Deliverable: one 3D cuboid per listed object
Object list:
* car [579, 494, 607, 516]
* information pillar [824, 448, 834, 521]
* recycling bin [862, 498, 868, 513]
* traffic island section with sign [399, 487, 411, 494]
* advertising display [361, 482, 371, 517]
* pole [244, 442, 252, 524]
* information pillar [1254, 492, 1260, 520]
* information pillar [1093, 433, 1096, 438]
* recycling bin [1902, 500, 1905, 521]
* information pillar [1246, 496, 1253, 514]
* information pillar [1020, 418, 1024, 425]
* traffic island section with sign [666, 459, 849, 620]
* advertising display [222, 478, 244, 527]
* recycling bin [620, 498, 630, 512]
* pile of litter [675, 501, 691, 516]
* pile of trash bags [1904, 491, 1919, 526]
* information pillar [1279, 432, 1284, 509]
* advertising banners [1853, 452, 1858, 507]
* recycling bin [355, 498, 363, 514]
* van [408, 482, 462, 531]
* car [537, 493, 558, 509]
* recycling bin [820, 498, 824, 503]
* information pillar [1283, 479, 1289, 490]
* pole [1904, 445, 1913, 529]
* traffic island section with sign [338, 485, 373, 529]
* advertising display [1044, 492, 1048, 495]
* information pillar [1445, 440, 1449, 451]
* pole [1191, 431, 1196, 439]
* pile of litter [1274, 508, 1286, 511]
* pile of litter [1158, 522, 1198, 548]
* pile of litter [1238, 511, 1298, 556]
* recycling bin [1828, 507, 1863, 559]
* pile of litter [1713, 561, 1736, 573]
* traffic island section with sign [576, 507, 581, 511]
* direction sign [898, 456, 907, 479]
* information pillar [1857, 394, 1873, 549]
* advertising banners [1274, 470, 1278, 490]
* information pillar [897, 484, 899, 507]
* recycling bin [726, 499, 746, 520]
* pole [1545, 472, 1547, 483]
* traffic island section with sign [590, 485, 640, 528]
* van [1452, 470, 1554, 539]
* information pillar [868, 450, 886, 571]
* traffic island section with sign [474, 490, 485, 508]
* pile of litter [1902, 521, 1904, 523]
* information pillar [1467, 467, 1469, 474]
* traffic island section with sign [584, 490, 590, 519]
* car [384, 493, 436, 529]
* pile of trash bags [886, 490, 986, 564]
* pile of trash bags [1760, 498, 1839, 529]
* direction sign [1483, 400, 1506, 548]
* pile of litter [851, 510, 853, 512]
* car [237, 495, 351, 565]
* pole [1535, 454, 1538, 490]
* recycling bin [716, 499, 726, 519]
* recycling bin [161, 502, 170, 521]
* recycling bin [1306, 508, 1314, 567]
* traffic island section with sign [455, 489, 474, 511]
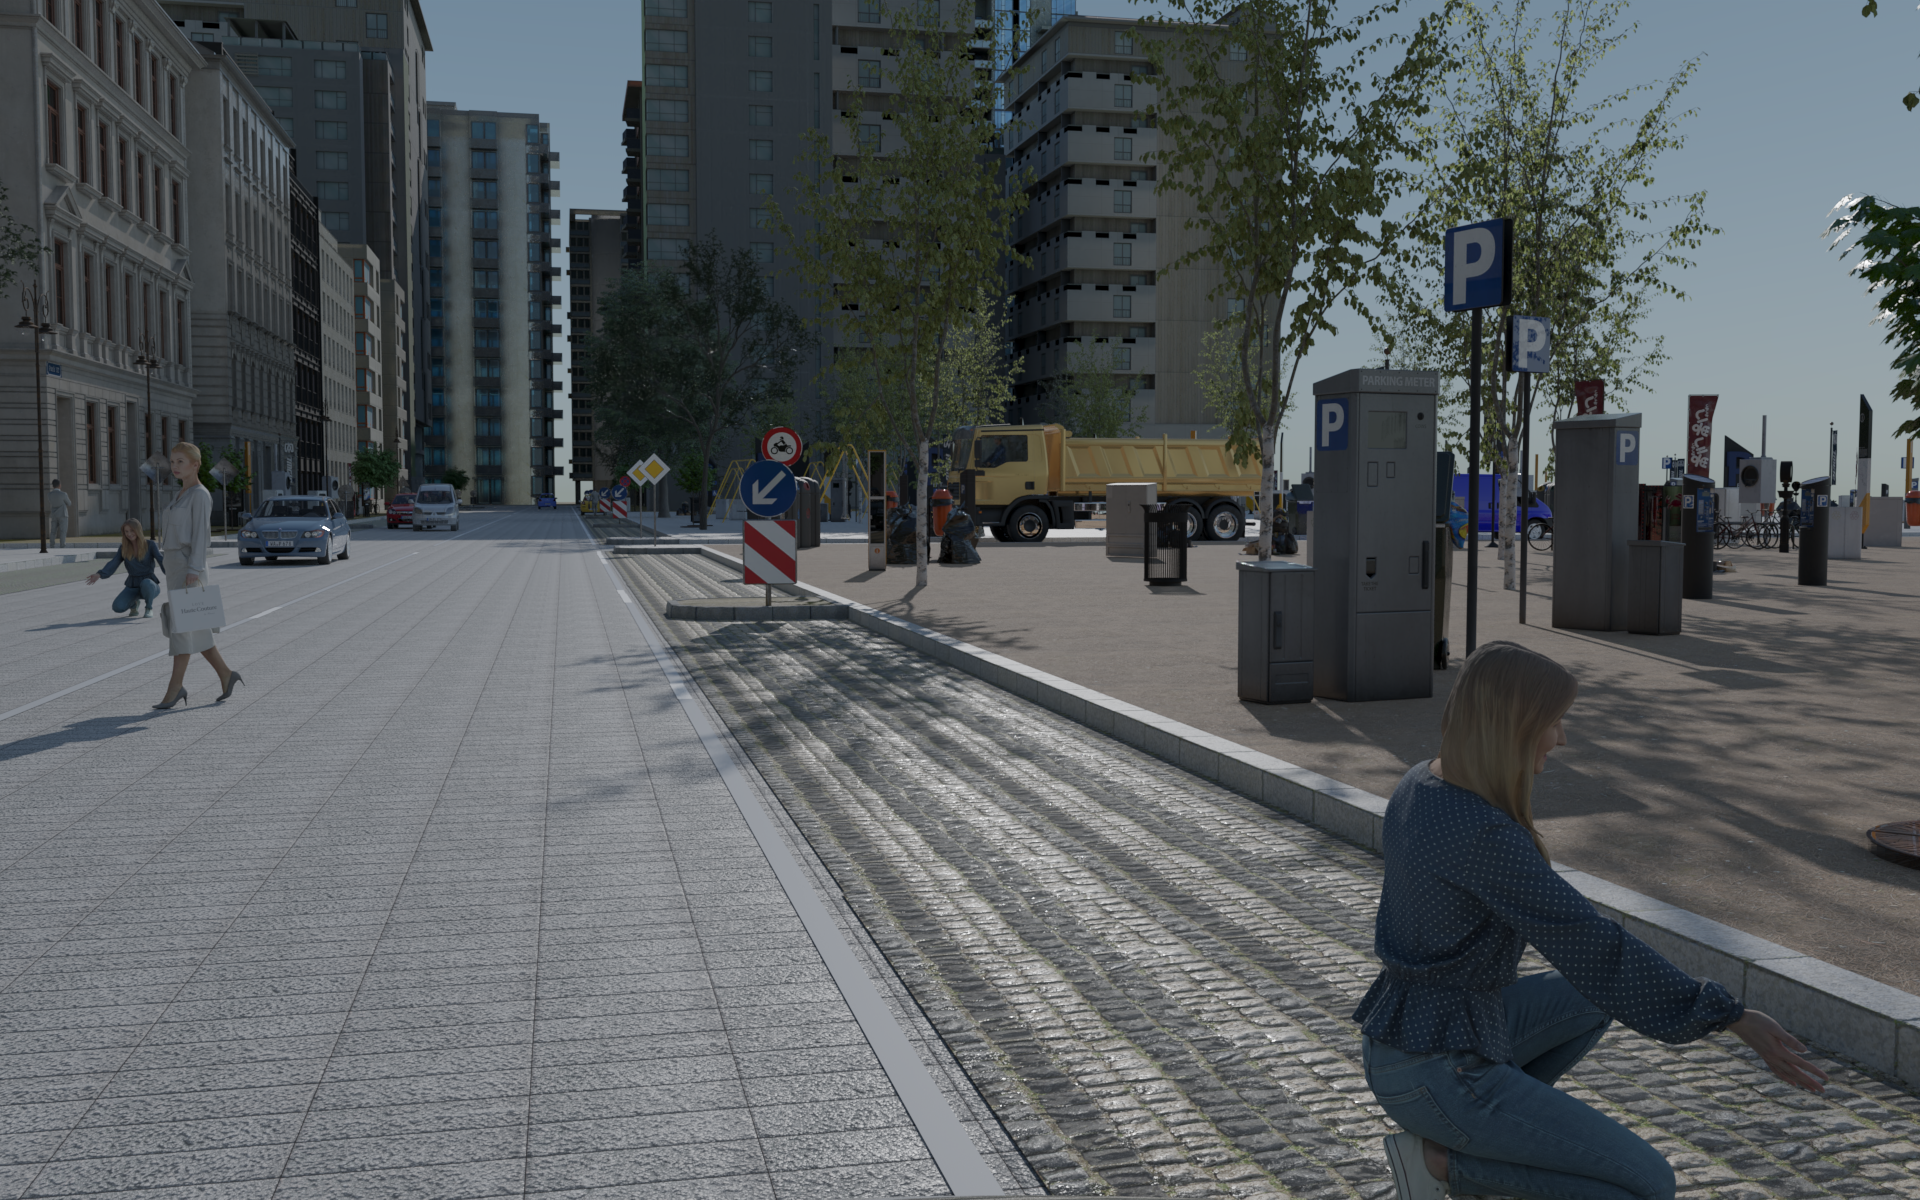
[{"bbox_3d":[-24.626,-6.499,116.488,2.015,1.641,3.980,-1,4,-11],"label":"car"},{"bbox_3d":[-6.194,-5.557,82.208,0.504,3.616,0.183,0,4,2],"label":"information pillar"},{"bbox_3d":[-6.319,-6.517,119.106,0.722,1.027,0.722,-2,4,-28],"label":"recycling bin"},{"bbox_3d":[-31.576,-5.511,98.739,1.989,1.847,2.006,-1,4,-13],"label":"traffic island section with sign"},{"bbox_3d":[-33.118,-5.588,96.570,0.123,1.923,0.974,0,4,3],"label":"advertising display"},{"bbox_3d":[-27.718,-4.503,67.459,0.158,3.312,0.155,0,3,0],"label":"pole"},{"bbox_3d":[14.860,-5.015,86.484,0.304,2.012,0.304,1,4,22],"label":"information pillar"},{"bbox_3d":[5.253,-4.636,67.156,0.183,3.616,0.504,1,4,16],"label":"information pillar"},{"bbox_3d":[42.636,-3.975,77.553,0.722,1.027,0.722,-1,4,-13],"label":"recycling bin"},{"bbox_3d":[18.371,-7.241,109.741,0.504,3.616,0.183,2,4,27],"label":"information pillar"},{"bbox_3d":[1.925,-3.806,53.576,0.183,3.616,0.504,1,4,10],"label":"information pillar"},{"bbox_3d":[-2.454,-0.725,20.485,1.989,1.847,2.006,-1,4,-13],"label":"traffic island section with sign"},{"bbox_3d":[-28.369,-3.816,67.603,0.974,1.923,0.123,1,4,22],"label":"advertising display"},{"bbox_3d":[-23.664,-6.712,122.297,0.722,1.027,0.722,-1,4,-11],"label":"recycling bin"},{"bbox_3d":[-16.224,-5.467,103.353,1.719,0.858,1.176,-2,4,-26],"label":"pile of litter"},{"bbox_3d":[26.052,-2.175,45.319,3.447,1.369,1.912,-1,4,-23],"label":"pile of trash bags"},{"bbox_3d":[12.162,-4.536,65.523,0.183,3.616,0.504,1,4,15],"label":"information pillar"},{"bbox_3d":[34.092,-4.267,65.950,0.090,3.025,2.074,2,4,26],"label":"advertising banners"},{"bbox_3d":[-37.805,-5.905,109.105,0.722,1.027,0.722,-3,4,-36],"label":"recycling bin"},{"bbox_3d":[-20.543,-3.724,67.898,2.013,2.044,4.112,-1,4,-15],"label":"van"},{"bbox_3d":[-39.101,-9.445,164.018,1.945,1.707,3.694,-1,4,-14],"label":"car"},{"bbox_3d":[-8.648,-5.804,107.447,0.722,1.027,0.722,-1,4,-10],"label":"recycling bin"},{"bbox_3d":[16.346,-5.036,86.838,0.304,2.012,0.304,1,4,9],"label":"information pillar"},{"bbox_3d":[34.904,-4.274,63.727,0.158,3.312,0.155,0,3,0],"label":"pole"},{"bbox_3d":[-25.403,-3.859,71.726,1.989,1.847,2.006,-1,4,-13],"label":"traffic island section with sign"},{"bbox_3d":[3.670,-3.750,66.518,0.974,1.923,0.123,-1,4,-22],"label":"advertising display"},{"bbox_3d":[21.144,-5.120,75.068,0.183,3.616,0.504,3,5,45],"label":"information pillar"},{"bbox_3d":[7.510,-3.787,55.768,0.158,3.312,0.155,0,3,0],"label":"pole"},{"bbox_3d":[10.403,-2.570,55.983,1.719,0.858,1.176,2,4,35],"label":"pile of litter"},{"bbox_3d":[4.837,-1.701,41.778,1.719,0.858,1.176,2,4,24],"label":"pile of litter"},{"bbox_3d":[6.525,-1.400,36.847,1.719,0.858,1.176,-3,4,-36],"label":"pile of litter"},{"bbox_3d":[17.334,-1.330,34.295,0.722,1.027,0.722,0,4,1],"label":"recycling bin"},{"bbox_3d":[12.363,-0.924,29.077,1.176,0.858,1.719,1,4,12],"label":"pile of litter"},{"bbox_3d":[-31.940,-8.621,149.577,1.989,1.847,2.006,-1,4,-13],"label":"traffic island section with sign"},{"bbox_3d":[-3.425,-6.804,103.238,0.379,3.537,0.876,3,4,37],"label":"direction sign"},{"bbox_3d":[21.079,-2.999,40.383,0.183,3.616,0.504,0,4,2],"label":"information pillar"},{"bbox_3d":[23.354,-7.933,125.884,0.090,3.025,2.074,-1,4,-21],"label":"advertising banners"},{"bbox_3d":[-3.690,-6.322,107.863,0.304,2.012,0.304,3,5,43],"label":"information pillar"},{"bbox_3d":[-10.886,-4.415,84.744,0.722,1.027,0.722,-1,4,-19],"label":"recycling bin"},{"bbox_3d":[46.169,-8.724,136.483,0.158,3.312,0.155,0,3,0],"label":"pole"},{"bbox_3d":[-14.725,-4.014,74.253,1.989,1.847,2.006,-1,4,-13],"label":"traffic island section with sign"},{"bbox_3d":[14.945,-2.867,51.266,5.245,2.365,2.240,-1,4,-13],"label":"van"},{"bbox_3d":[-1.387,-1.496,28.958,0.304,2.012,0.304,0,4,-4],"label":"information pillar"},{"bbox_3d":[-48.612,-10.073,173.317,1.989,1.847,2.006,-1,4,-13],"label":"traffic island section with sign"},{"bbox_3d":[41.952,-3.777,75.713,1.176,0.858,1.719,-1,4,-12],"label":"pile of litter"},{"bbox_3d":[38.039,-8.425,129.103,0.504,3.616,0.183,0,4,-5],"label":"information pillar"},{"bbox_3d":[-20.791,-5.638,100.801,1.989,1.847,2.006,-1,4,-13],"label":"traffic island section with sign"},{"bbox_3d":[-22.918,-3.877,72.423,2.155,1.783,4.494,-1,4,-14],"label":"car"},{"bbox_3d":[-0.480,-1.436,33.233,1.912,1.369,3.447,0,4,4],"label":"pile of trash bags"},{"bbox_3d":[30.726,-3.294,63.617,1.912,1.369,3.447,-1,4,-20],"label":"pile of trash bags"},{"bbox_3d":[12.803,-3.029,41.529,0.876,3.537,0.379,-3,5,-39],"label":"direction sign"},{"bbox_3d":[-8.236,-6.769,124.633,1.176,0.858,1.719,1,4,21],"label":"pile of litter"},{"bbox_3d":[-13.965,-1.499,36.503,2.014,1.417,4.499,-1,4,-12],"label":"car"},{"bbox_3d":[29.392,-5.780,88.350,0.158,3.312,0.155,0,3,0],"label":"pole"},{"bbox_3d":[-11.968,-4.633,88.307,0.722,1.027,0.722,2,4,31],"label":"recycling bin"},{"bbox_3d":[-24.994,-2.620,55.390,0.722,1.027,0.722,1,4,16],"label":"recycling bin"},{"bbox_3d":[5.636,-0.809,25.787,0.722,1.027,0.722,3,5,39],"label":"recycling bin"},{"bbox_3d":[-42.580,-8.460,146.953,1.989,1.847,2.006,-1,4,-13],"label":"traffic island section with sign"}]
